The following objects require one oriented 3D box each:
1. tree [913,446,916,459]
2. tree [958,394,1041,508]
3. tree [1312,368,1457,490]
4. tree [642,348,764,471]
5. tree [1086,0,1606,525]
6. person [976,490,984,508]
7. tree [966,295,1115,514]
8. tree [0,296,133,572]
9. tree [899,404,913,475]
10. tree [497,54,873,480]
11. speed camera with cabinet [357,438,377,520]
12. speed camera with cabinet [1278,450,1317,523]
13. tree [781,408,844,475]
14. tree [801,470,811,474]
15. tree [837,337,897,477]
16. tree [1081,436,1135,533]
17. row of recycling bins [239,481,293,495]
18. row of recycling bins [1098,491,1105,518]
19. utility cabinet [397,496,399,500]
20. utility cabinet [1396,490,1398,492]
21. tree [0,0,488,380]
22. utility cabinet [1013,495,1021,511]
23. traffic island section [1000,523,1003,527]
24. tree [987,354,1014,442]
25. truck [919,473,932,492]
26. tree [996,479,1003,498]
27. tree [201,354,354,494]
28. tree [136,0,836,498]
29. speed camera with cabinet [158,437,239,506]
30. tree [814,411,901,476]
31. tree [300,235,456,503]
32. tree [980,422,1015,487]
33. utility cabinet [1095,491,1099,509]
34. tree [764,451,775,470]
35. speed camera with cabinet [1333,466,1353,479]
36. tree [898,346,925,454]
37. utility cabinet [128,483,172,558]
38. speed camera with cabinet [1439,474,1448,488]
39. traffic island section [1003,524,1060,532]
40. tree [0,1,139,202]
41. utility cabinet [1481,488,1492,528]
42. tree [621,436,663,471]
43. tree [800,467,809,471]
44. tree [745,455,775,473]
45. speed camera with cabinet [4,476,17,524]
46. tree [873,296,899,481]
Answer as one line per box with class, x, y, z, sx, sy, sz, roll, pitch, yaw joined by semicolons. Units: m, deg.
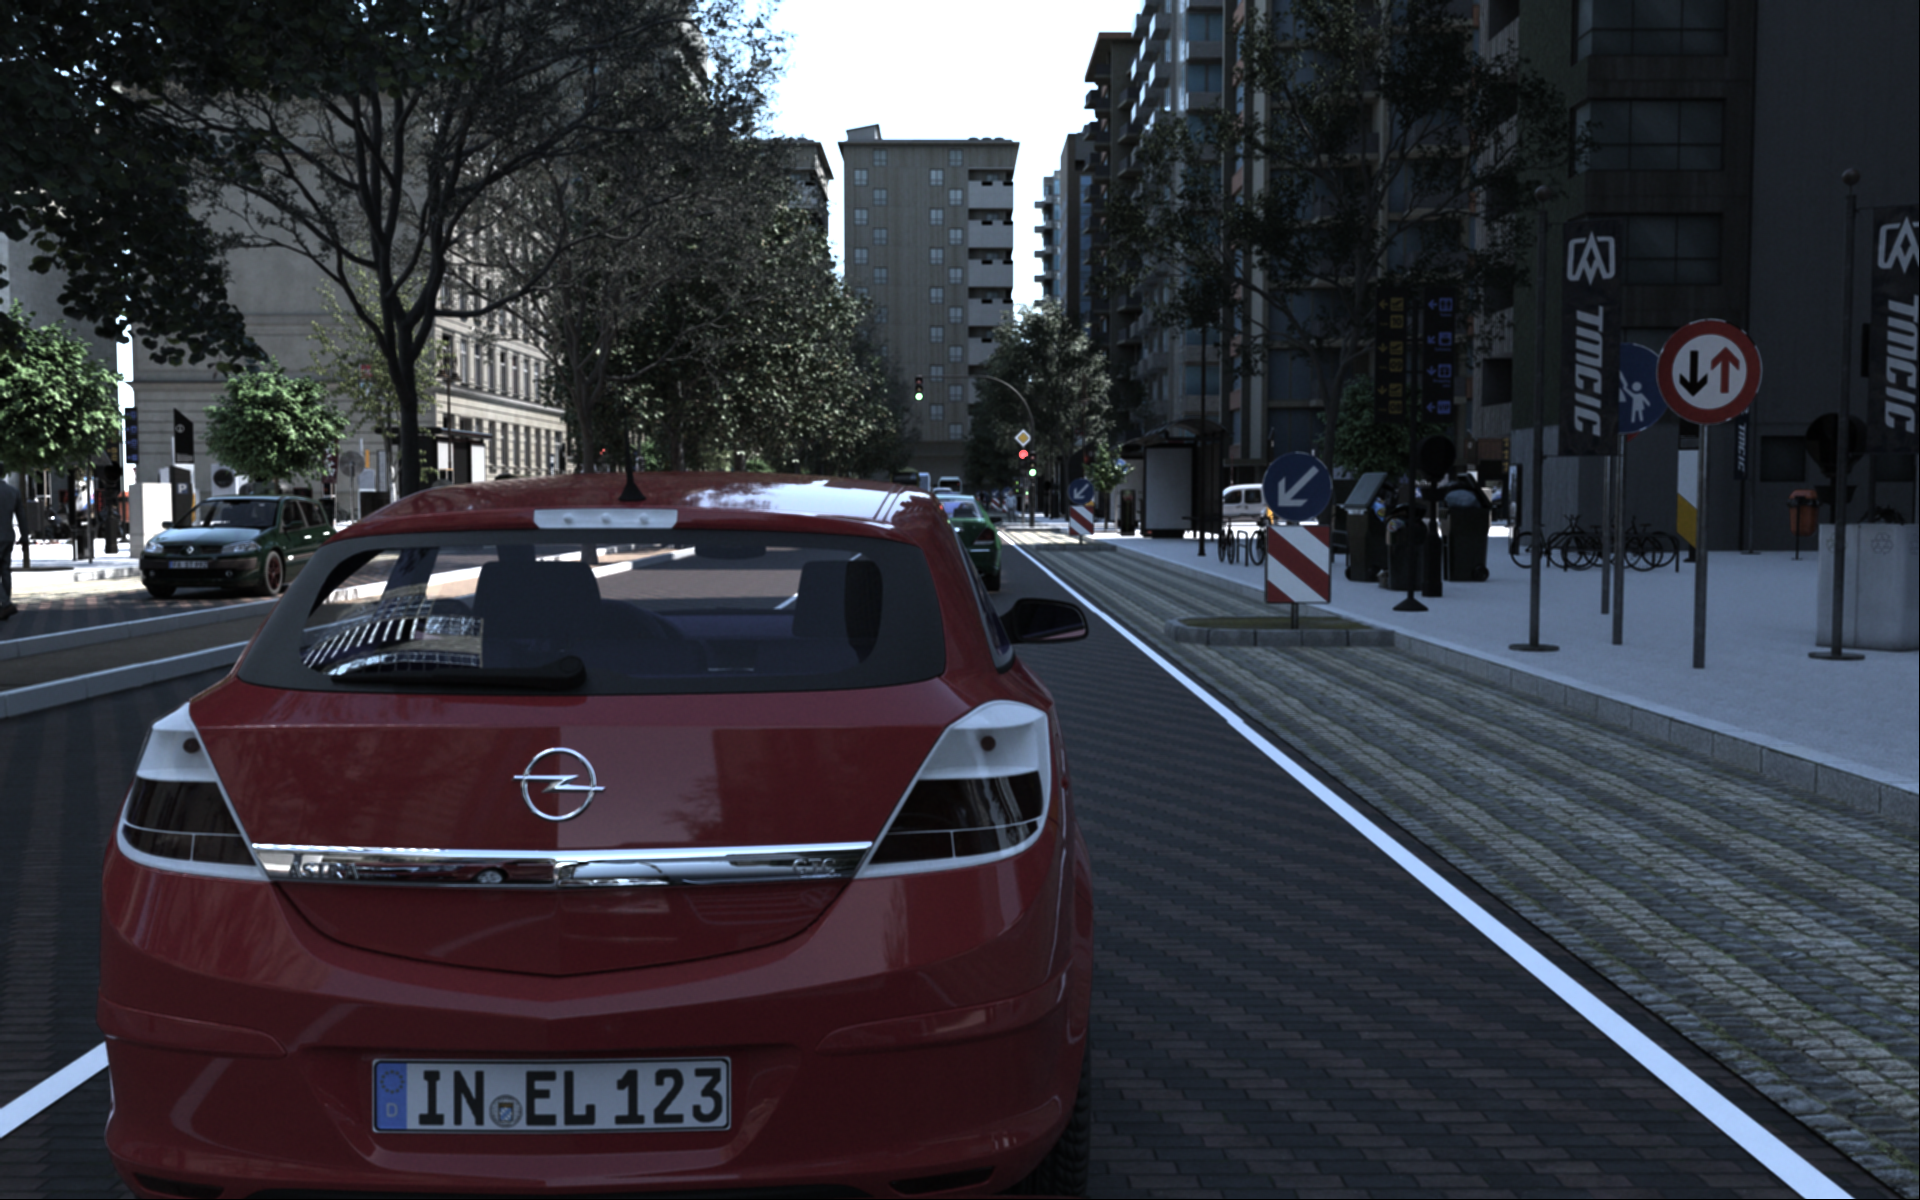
tree;-7.976;-12.444;122.927;9.611;12.733;9.660;0;3;0
tree;4.343;-14.980;161.937;9.611;12.733;9.660;0;3;0
tree;10.407;-3.598;42.537;4.285;4.588;4.351;0;3;0
tree;-17.296;-11.885;112.449;7.486;12.596;7.792;0;3;0
tree;6.054;-5.775;28.827;8.767;10.594;7.601;1;4;14
person;2.193;-10.007;172.129;1.348;1.822;0.705;-1;4;-8
tree;5.707;-12.455;110.302;9.857;13.997;8.962;0;3;0
tree;-15.760;-2.772;29.041;4.285;4.588;4.351;0;3;0
tree;-7.694;-10.761;95.403;9.611;12.733;9.660;0;3;0
tree;-7.399;-7.687;45.147;9.611;12.733;9.660;0;3;0
speed camera with cabinet;-20.879;-4.076;60.984;0.660;3.252;2.038;-1;4;-18
speed camera with cabinet;14.995;-5.055;76.979;2.038;3.252;0.660;0;4;4
tree;-7.679;-8.287;88.309;4.360;8.622;3.978;0;3;0
tree;-16.469;-12.955;195.521;4.285;4.588;4.351;0;3;0
tree;-7.774;-11.309;113.109;9.928;11.665;9.643;0;3;0
tree;4.727;-3.850;57.552;1.663;3.219;1.824;0;3;0
row of recycling bins;-23.102;-3.085;57.545;1.069;1.692;3.534;-3;4;-39
row of recycling bins;8.881;-5.291;93.617;3.534;1.692;1.069;-3;4;-38
utility cabinet;-40.419;-6.939;124.621;1.020;1.237;0.306;2;4;27
utility cabinet;20.008;-4.336;79.574;1.173;1.500;0.318;2;4;33
tree;-6.993;-6.178;10.126;9.857;13.997;8.962;0;3;0
utility cabinet;4.456;-7.427;132.600;1.020;1.237;0.306;2;4;27
traffic island section;2.742;-3.206;74.694;2.009;0.180;2.903;0;4;0
tree;5.214;-9.034;82.114;8.767;10.594;7.601;1;4;11
truck;-5.202;-13.709;213.898;2.967;4.110;18.799;0;4;1
tree;4.187;-14.998;195.583;4.737;8.622;4.395;0;3;0
tree;-16.013;-3.476;40.551;4.285;4.588;4.351;0;3;0
tree;-7.411;-7.425;34.232;12.009;13.543;11.850;0;3;0
speed camera with cabinet;-22.089;-3.423;50.295;2.038;3.252;0.660;-1;4;-15
tree;-7.696;-10.232;104.158;8.767;10.594;7.601;0;4;0
tree;-15.914;-5.979;48.114;4.737;8.622;4.395;0;3;0
tree;4.894;-16.242;183.677;7.486;12.596;7.792;0;3;0
utility cabinet;9.339;-6.984;122.872;1.173;1.500;0.318;-1;4;-14
tree;-16.546;-14.158;149.618;7.486;12.596;7.792;0;3;0
speed camera with cabinet;11.601;-3.444;50.643;0.660;3.252;2.038;3;4;39
tree;-7.422;-10.159;78.929;12.009;13.543;11.850;0;3;0
utility cabinet;-16.299;-1.601;34.862;0.318;1.500;1.173;0;4;2
speed camera with cabinet;21.222;-4.883;74.169;2.038;3.252;0.660;0;4;6
traffic island section;2.786;-2.717;66.709;2.009;0.180;2.903;0;4;0
tree;-7.056;-6.669;21.872;12.009;13.543;11.850;0;3;0
utility cabinet;19.117;-3.393;64.159;1.173;1.500;0.318;-1;4;-22
tree;-16.793;-6.729;93.740;4.285;4.588;4.351;0;3;0
tree;-16.289;-13.463;170.477;4.737;8.622;4.395;0;3;0
tree;-16.709;-9.633;141.205;4.285;4.588;4.351;0;3;0
speed camera with cabinet;-41.588;-4.953;75.313;0.660;3.252;2.038;-3;5;-42
tree;-7.036;-8.304;55.230;9.611;12.733;9.660;0;3;0
